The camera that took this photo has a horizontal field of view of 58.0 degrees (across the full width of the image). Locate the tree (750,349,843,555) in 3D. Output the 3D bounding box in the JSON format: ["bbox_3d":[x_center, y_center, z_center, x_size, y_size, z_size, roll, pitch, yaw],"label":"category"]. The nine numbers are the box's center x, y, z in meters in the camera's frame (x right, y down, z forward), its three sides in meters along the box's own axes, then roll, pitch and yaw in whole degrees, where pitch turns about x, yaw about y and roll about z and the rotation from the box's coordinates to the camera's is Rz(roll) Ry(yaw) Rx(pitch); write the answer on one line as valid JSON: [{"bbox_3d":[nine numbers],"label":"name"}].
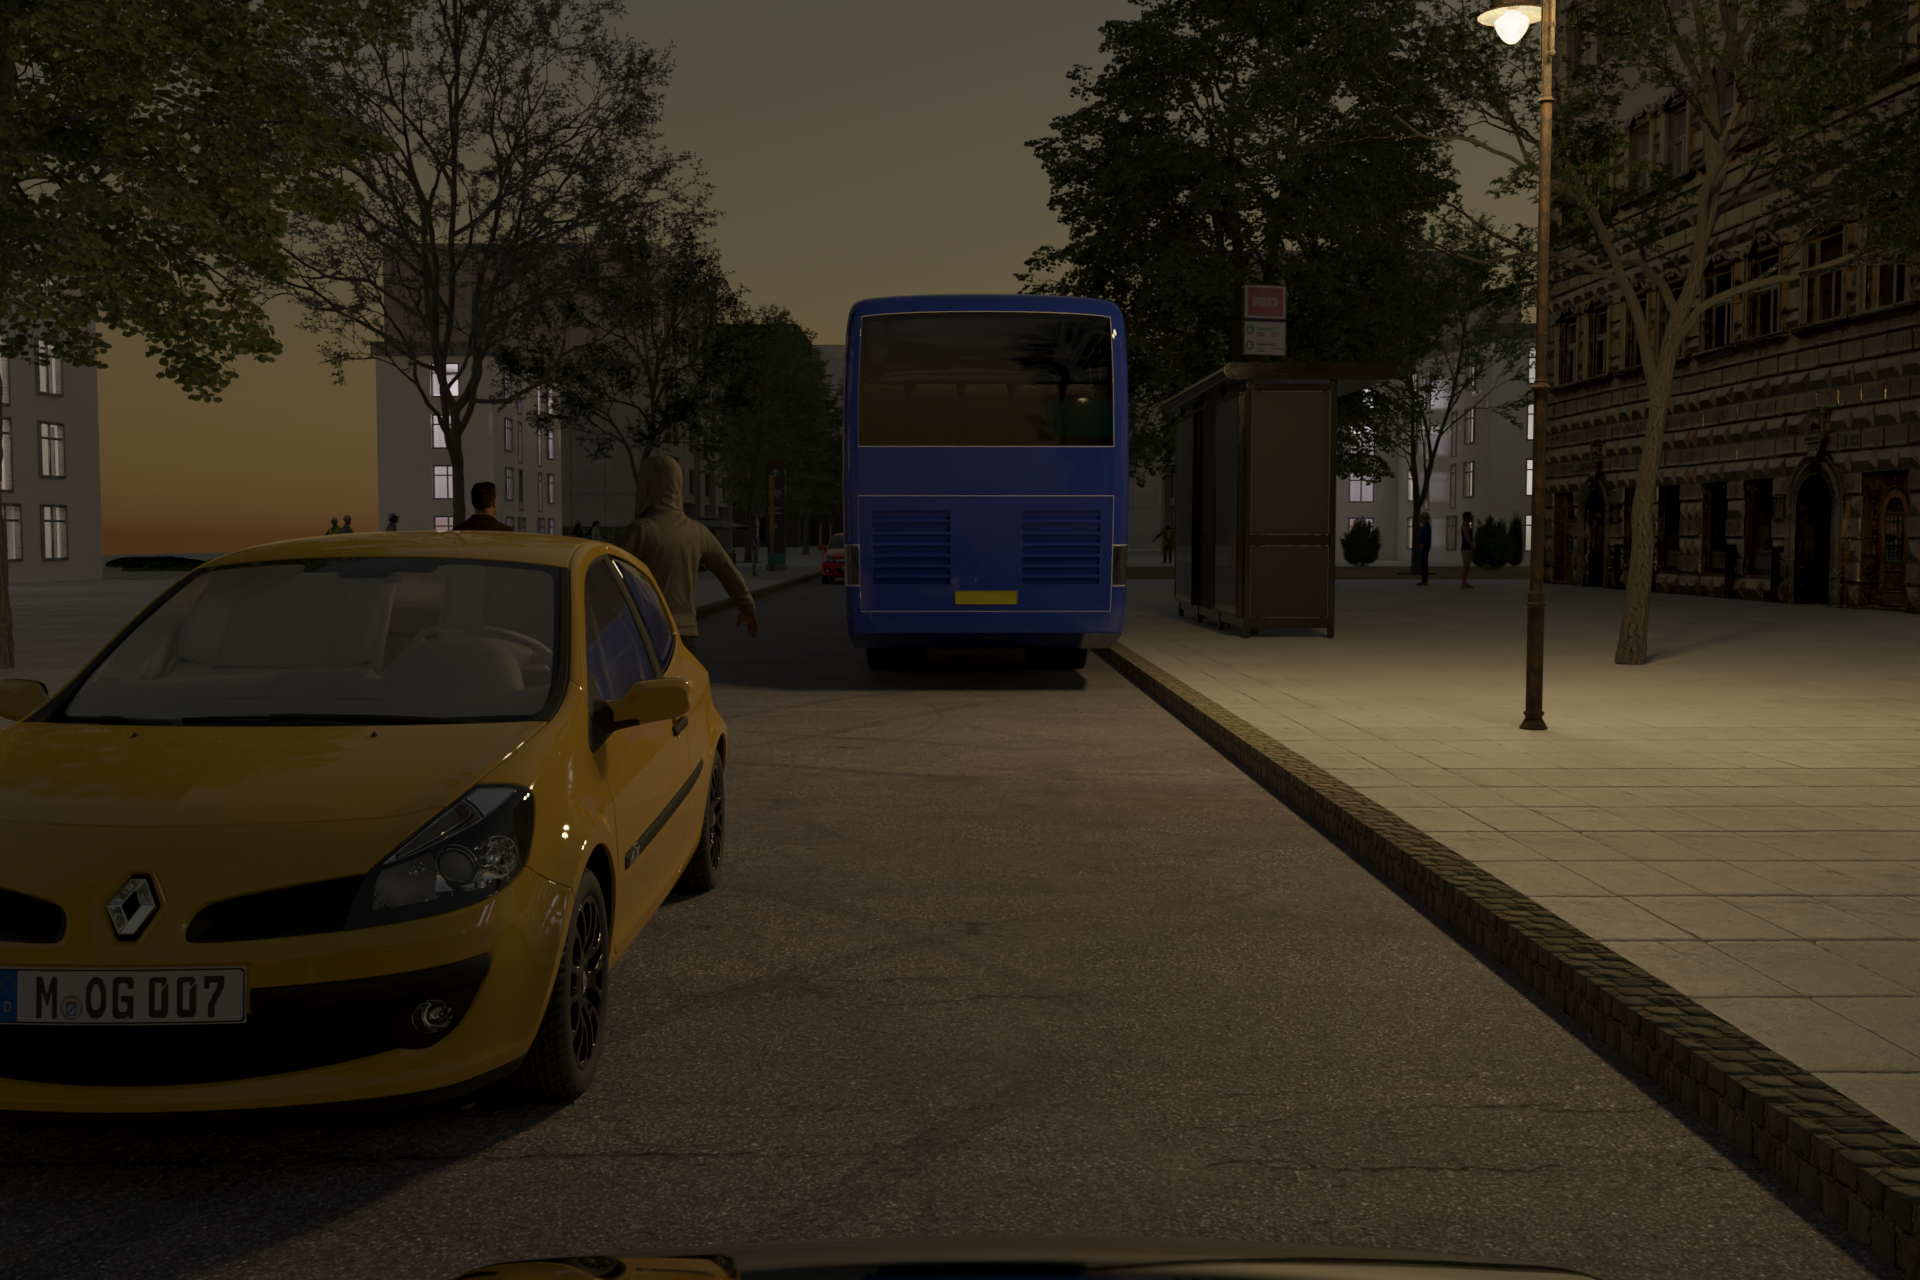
[{"bbox_3d":[-9.523,-11.493,106.034,7.486,12.596,7.792,0,3,0],"label":"tree"}]

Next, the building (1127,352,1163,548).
[{"bbox_3d":[22.254,-19.002,177.144,16.747,18.905,31.486,0,3,0],"label":"building"}]

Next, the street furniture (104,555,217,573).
[{"bbox_3d":[-27.555,-2.849,62.203,5.734,0.657,10.072,-2,4,-26],"label":"street furniture"}]

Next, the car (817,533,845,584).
[{"bbox_3d":[-3.114,-2.575,51.138,2.155,1.783,4.494,0,4,-1],"label":"car"}]

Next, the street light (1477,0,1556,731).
[{"bbox_3d":[3.773,-2.350,11.215,0.468,5.910,1.993,0,3,0],"label":"street light"}]

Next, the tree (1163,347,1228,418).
[{"bbox_3d":[9.040,-6.935,63.743,4.360,8.622,3.978,0,3,0],"label":"tree"}]

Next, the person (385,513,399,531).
[{"bbox_3d":[-15.171,-2.483,46.444,0.704,1.849,1.345,-2,4,-32],"label":"person"}]

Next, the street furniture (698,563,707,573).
[{"bbox_3d":[-10.578,-2.317,53.510,5.734,0.657,10.072,0,4,-2],"label":"street furniture"}]

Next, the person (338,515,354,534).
[{"bbox_3d":[-18.222,-2.799,51.619,0.705,1.847,1.347,1,4,13],"label":"person"}]

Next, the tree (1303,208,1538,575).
[{"bbox_3d":[14.584,-7.872,54.460,9.928,11.665,9.643,0,3,0],"label":"tree"}]

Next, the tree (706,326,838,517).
[{"bbox_3d":[-10.277,-10.742,93.764,7.486,12.596,7.792,0,3,0],"label":"tree"}]

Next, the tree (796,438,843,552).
[{"bbox_3d":[-9.780,-10.418,120.689,4.360,8.622,3.978,0,3,0],"label":"tree"}]

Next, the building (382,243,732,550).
[{"bbox_3d":[-26.563,-15.588,121.322,16.747,18.905,31.486,0,4,0],"label":"building"}]

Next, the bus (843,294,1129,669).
[{"bbox_3d":[0.131,-1.818,21.278,2.896,3.916,12.251,0,4,-1],"label":"bus"}]

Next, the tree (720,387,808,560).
[{"bbox_3d":[-10.133,-8.202,84.465,4.360,8.622,3.978,0,3,0],"label":"tree"}]

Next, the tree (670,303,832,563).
[{"bbox_3d":[-9.324,-9.261,77.173,9.928,11.665,9.643,0,3,0],"label":"tree"}]

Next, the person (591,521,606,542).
[{"bbox_3d":[-14.295,-3.801,68.335,0.705,1.806,1.347,0,4,8],"label":"person"}]

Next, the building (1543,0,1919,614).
[{"bbox_3d":[24.411,-12.518,35.606,19.493,23.208,18.063,0,4,0],"label":"building"}]

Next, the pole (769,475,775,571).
[{"bbox_3d":[-6.509,-4.042,59.936,0.158,3.312,0.155,0,3,0],"label":"pole"}]

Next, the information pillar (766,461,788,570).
[{"bbox_3d":[-6.533,-4.424,61.712,0.750,3.857,0.750,0,4,-1],"label":"information pillar"}]

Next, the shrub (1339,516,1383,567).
[{"bbox_3d":[15.781,-3.897,68.139,1.690,2.028,1.600,0,3,0],"label":"shrub"}]

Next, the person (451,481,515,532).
[{"bbox_3d":[-3.408,-0.240,12.515,1.346,1.812,0.704,1,4,11],"label":"person"}]

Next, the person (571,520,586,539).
[{"bbox_3d":[-16.002,-4.093,72.694,0.705,1.856,1.354,1,4,15],"label":"person"}]

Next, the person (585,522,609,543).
[{"bbox_3d":[-16.096,-4.288,76.333,1.346,1.802,0.704,1,4,22],"label":"person"}]

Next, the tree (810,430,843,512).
[{"bbox_3d":[-10.135,-13.275,151.451,7.601,10.594,8.767,-2,4,-24],"label":"tree"}]

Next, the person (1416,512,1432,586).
[{"bbox_3d":[11.571,-2.286,43.260,0.705,1.842,1.347,1,4,13],"label":"person"}]

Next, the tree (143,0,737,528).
[{"bbox_3d":[-9.313,-7.428,31.822,12.009,13.543,11.850,0,3,0],"label":"tree"}]

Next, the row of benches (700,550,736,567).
[{"bbox_3d":[-9.733,-2.973,64.064,1.422,0.672,4.104,2,4,33],"label":"row of benches"}]

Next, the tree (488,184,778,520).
[{"bbox_3d":[-8.894,-6.874,46.810,8.767,10.594,7.601,0,4,3],"label":"tree"}]

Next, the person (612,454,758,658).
[{"bbox_3d":[-1.464,0.011,8.400,0.705,1.813,1.348,3,5,43],"label":"person"}]

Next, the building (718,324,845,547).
[{"bbox_3d":[-26.392,-20.848,184.841,27.936,21.610,32.646,0,4,0],"label":"building"}]

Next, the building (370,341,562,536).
[{"bbox_3d":[-25.036,-9.018,89.587,9.099,9.664,28.070,0,4,-1],"label":"building"}]

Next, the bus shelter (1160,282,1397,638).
[{"bbox_3d":[4.220,-2.922,25.400,2.179,5.291,8.768,0,4,-1],"label":"bus shelter"}]

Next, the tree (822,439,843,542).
[{"bbox_3d":[-9.572,-11.032,130.741,4.737,8.622,4.395,0,3,0],"label":"tree"}]

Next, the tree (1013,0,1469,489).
[{"bbox_3d":[5.864,-7.890,35.652,9.857,13.997,8.962,0,3,0],"label":"tree"}]

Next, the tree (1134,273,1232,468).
[{"bbox_3d":[6.200,-5.940,47.474,4.360,8.622,3.978,0,3,0],"label":"tree"}]

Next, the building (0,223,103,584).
[{"bbox_3d":[-25.268,-5.706,35.443,9.099,9.664,28.070,0,4,0],"label":"building"}]

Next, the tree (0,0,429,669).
[{"bbox_3d":[-8.943,-6.014,16.448,7.486,12.596,7.792,0,3,0],"label":"tree"}]

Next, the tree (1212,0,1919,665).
[{"bbox_3d":[6.638,-5.016,16.424,8.767,10.594,7.601,0,4,-7],"label":"tree"}]

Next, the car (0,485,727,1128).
[{"bbox_3d":[-1.797,0.283,5.597,2.015,1.641,3.980,0,4,-1],"label":"car"}]

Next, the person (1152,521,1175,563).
[{"bbox_3d":[9.187,-4.333,76.621,1.354,1.858,0.705,0,4,0],"label":"person"}]

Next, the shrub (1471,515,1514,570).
[{"bbox_3d":[19.144,-3.548,62.427,1.690,2.028,1.600,0,3,0],"label":"shrub"}]

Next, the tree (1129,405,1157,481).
[{"bbox_3d":[5.979,-9.441,88.771,8.767,10.594,7.601,0,4,0],"label":"tree"}]

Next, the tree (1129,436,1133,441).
[{"bbox_3d":[5.634,-7.703,76.309,4.737,8.622,4.395,0,3,0],"label":"tree"}]

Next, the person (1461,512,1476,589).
[{"bbox_3d":[11.964,-2.118,40.798,0.704,1.807,1.345,1,4,11],"label":"person"}]

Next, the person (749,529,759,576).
[{"bbox_3d":[-6.218,-2.675,53.004,0.599,1.433,0.991,0,4,-7],"label":"person"}]

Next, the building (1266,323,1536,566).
[{"bbox_3d":[21.654,-8.620,83.078,9.099,9.664,28.070,0,4,-1],"label":"building"}]

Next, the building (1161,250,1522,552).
[{"bbox_3d":[24.061,-15.302,116.649,16.747,18.905,31.486,0,4,-1],"label":"building"}]

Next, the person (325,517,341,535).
[{"bbox_3d":[-20.773,-3.153,57.518,1.349,1.833,0.705,1,4,22],"label":"person"}]
